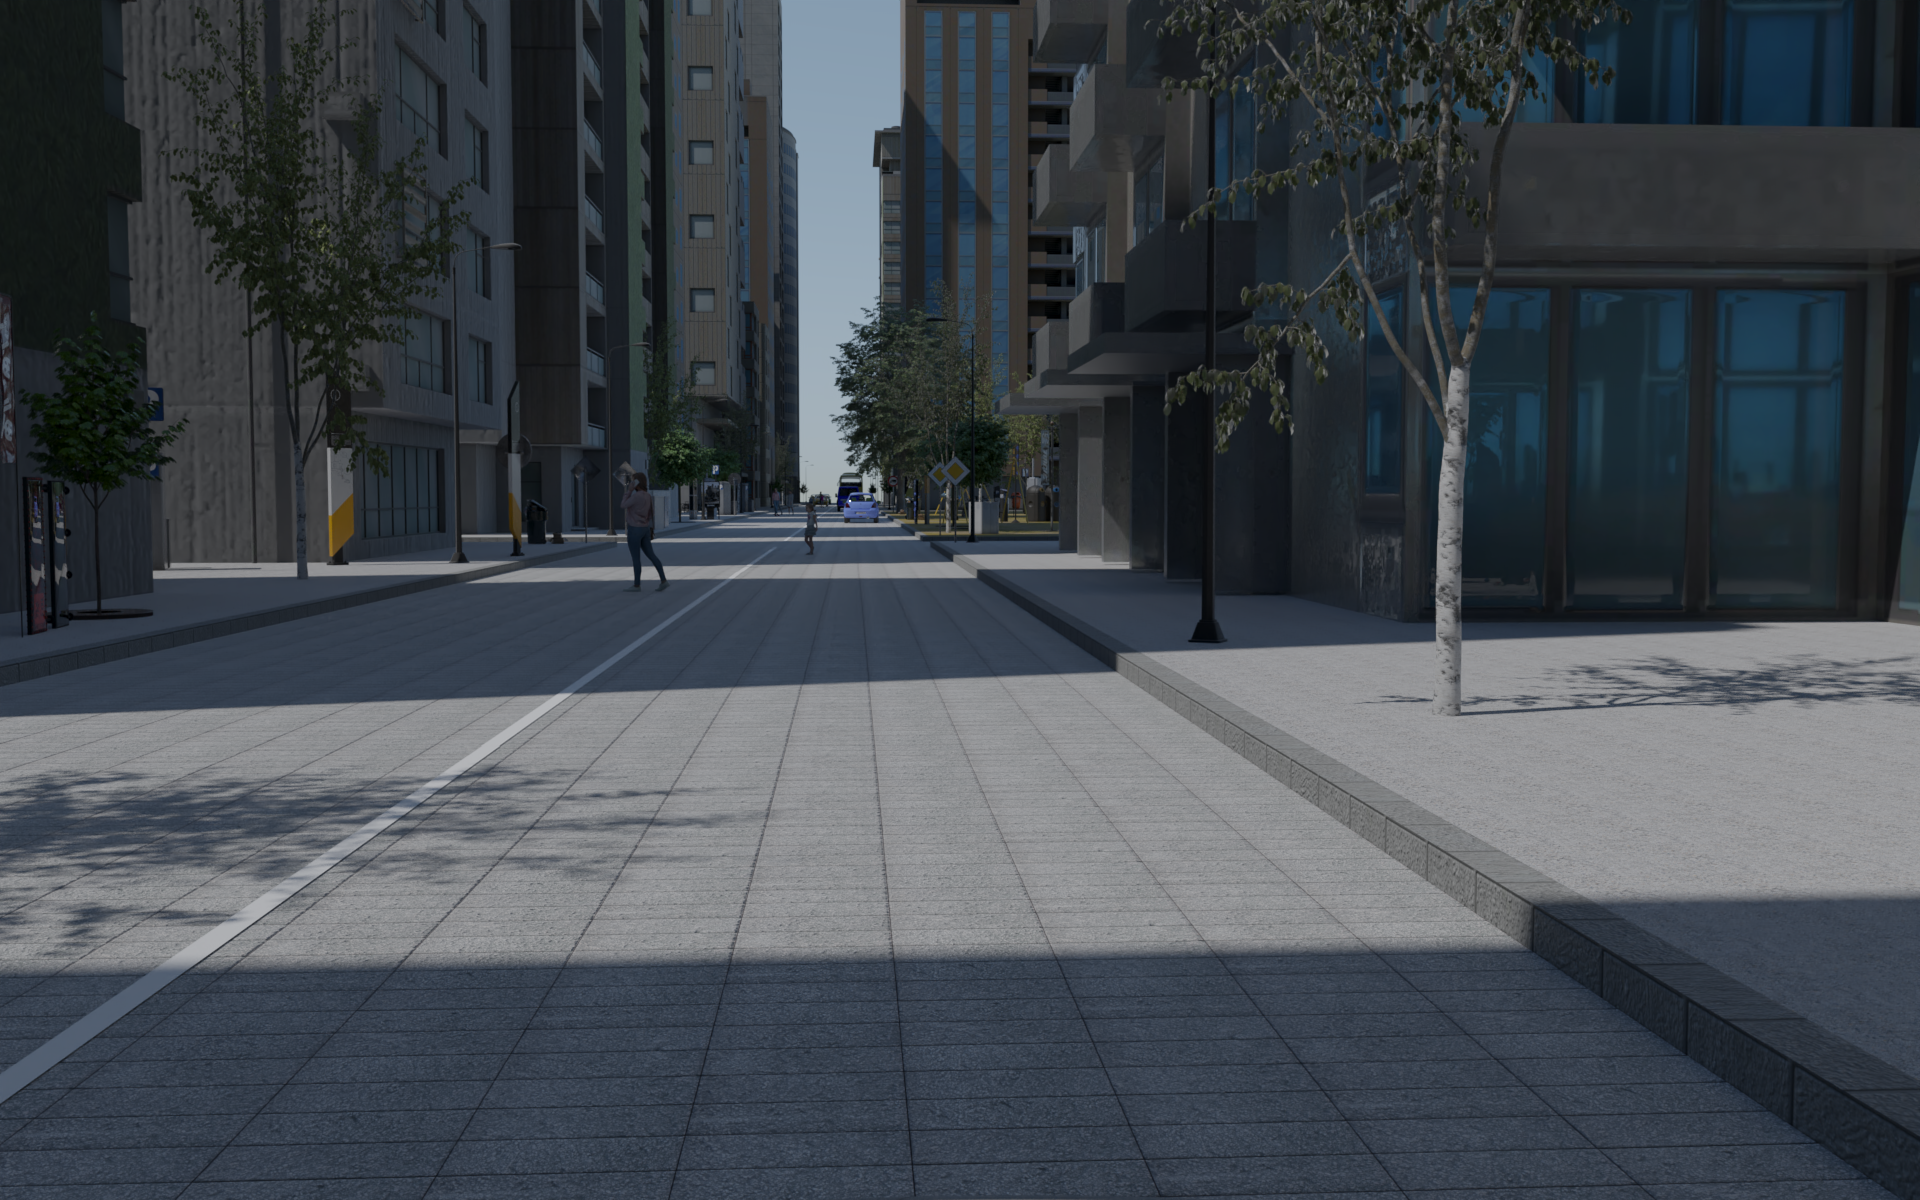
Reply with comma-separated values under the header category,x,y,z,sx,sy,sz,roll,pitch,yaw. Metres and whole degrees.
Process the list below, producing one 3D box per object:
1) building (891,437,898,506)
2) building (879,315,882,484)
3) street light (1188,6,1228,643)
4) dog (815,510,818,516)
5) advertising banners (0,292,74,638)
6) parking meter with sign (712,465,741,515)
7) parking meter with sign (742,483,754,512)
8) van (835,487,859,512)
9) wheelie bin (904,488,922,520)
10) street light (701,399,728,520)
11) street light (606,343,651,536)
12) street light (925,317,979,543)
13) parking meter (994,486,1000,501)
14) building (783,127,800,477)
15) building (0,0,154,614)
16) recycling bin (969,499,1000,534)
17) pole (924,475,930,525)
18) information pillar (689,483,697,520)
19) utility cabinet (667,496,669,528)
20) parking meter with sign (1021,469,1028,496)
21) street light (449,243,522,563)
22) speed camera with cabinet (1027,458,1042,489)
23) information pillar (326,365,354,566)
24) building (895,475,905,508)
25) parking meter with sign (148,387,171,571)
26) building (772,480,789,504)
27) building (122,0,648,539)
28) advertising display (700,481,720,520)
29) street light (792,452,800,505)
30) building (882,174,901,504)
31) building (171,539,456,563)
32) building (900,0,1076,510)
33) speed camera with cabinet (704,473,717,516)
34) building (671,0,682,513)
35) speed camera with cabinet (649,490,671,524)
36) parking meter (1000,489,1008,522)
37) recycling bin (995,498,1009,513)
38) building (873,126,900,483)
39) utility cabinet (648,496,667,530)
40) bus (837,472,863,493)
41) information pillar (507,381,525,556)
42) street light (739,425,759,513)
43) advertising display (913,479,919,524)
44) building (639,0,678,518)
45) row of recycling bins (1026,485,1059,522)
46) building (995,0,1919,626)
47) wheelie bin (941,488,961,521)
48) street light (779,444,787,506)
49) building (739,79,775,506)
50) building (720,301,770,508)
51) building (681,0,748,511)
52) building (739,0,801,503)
category,x,y,z,sx,sy,sz,roll,pitch,yaw
building,3.983,-53.489,187.215,22.319,86.520,31.000,0,4,-4
building,-1.649,-37.856,273.572,22.147,44.769,28.867,0,4,-4
street light,1.613,-2.587,14.841,1.470,5.913,1.316,0,4,-4
dog,-9.595,-5.758,114.337,0.550,0.427,0.748,0,4,5
advertising banners,-8.506,-1.205,15.898,0.090,3.025,2.074,-1,4,-13
parking meter with sign,-14.273,-6.665,105.234,0.543,3.016,1.738,2,4,33
parking meter with sign,-15.440,-7.755,123.050,1.738,3.016,0.543,2,4,25
van,-9.208,-8.479,143.021,2.240,2.365,5.245,0,4,-4
wheelie bin,-2.367,-4.851,87.221,0.980,1.594,0.693,2,4,34
street light,-12.020,-6.863,84.755,1.470,5.913,1.316,0,4,-4
street light,-10.188,-4.934,53.219,1.470,5.913,1.316,0,4,-4
street light,-0.206,-4.472,45.661,1.470,5.913,1.316,0,4,-4
parking meter,2.445,-6.693,115.145,0.399,1.863,0.255,-1,4,-10
building,-36.031,-44.515,269.816,21.231,58.520,28.212,0,4,-4
building,-17.076,-14.840,14.344,14.160,30.474,14.107,0,4,-4
recycling bin,0.769,-2.645,55.801,0.722,1.027,0.722,-2,4,-35
pole,-1.388,-4.830,72.815,0.158,3.312,0.155,0,3,0
information pillar,-13.445,-5.063,87.278,0.304,2.012,0.304,2,4,28
utility cabinet,-11.217,-3.321,65.461,0.306,1.237,1.020,0,4,-2
parking meter with sign,4.931,-7.438,117.867,0.543,3.016,1.738,-3,4,-36
street light,-8.813,-3.648,32.194,1.470,5.913,1.316,0,4,-4
speed camera with cabinet,4.714,-6.193,95.588,2.038,3.252,0.660,3,4,36
information pillar,-11.185,-2.438,31.214,0.183,3.616,0.504,2,4,33
building,10.218,-28.724,161.517,32.217,40.220,23.993,0,4,-4
parking meter with sign,-13.586,-2.010,29.122,0.543,3.016,1.738,-1,4,-20
building,-38.520,-32.484,222.987,32.217,40.220,23.993,0,4,-4
building,-18.758,-22.968,59.120,14.154,41.232,14.086,0,4,-4
advertising display,-12.564,-5.012,87.154,0.974,1.923,0.123,-1,4,-15
street light,-18.738,-13.378,191.272,1.470,5.913,1.316,0,4,-4
building,-3.021,-33.048,223.932,14.154,41.232,14.086,0,4,-4
building,-18.011,-21.646,37.504,14.086,41.232,14.154,0,4,-4
building,2.236,-30.071,141.768,14.600,45.320,14.200,0,4,-4
speed camera with cabinet,-14.453,-6.489,100.438,0.660,3.252,2.038,-1,4,-12
building,-25.315,-28.151,110.386,14.600,45.320,14.200,0,4,-4
speed camera with cabinet,-13.367,-4.875,74.041,0.660,3.252,2.038,3,5,43
parking meter,2.040,-4.387,80.132,0.372,1.533,0.369,0,3,0
recycling bin,2.763,-6.230,114.411,0.722,1.027,0.722,2,4,26
building,2.214,-40.131,245.385,28.713,52.752,27.495,0,4,-4
utility cabinet,-10.940,-3.123,62.223,0.306,1.237,1.020,1,4,10
bus,-12.394,-12.512,196.124,2.896,3.916,12.252,0,4,-5
information pillar,-9.177,-2.712,35.689,0.183,3.616,0.504,0,4,6
street light,-14.089,-8.761,115.791,1.470,5.913,1.316,0,4,-4
advertising display,-1.881,-4.206,73.986,0.123,1.923,0.974,0,4,-7
building,-22.368,-19.399,88.867,14.160,30.474,14.107,0,4,-4
row of recycling bins,4.761,-4.494,80.591,3.534,1.692,1.069,-1,4,-18
building,13.139,-25.051,29.189,23.786,49.044,30.456,0,4,-4
wheelie bin,-0.443,-4.660,84.101,0.980,1.594,0.693,0,4,-6
street light,-16.882,-11.494,160.472,1.470,5.913,1.316,0,4,-4
building,-27.786,-33.080,190.963,14.600,45.320,14.200,0,4,-4
building,-33.142,-19.816,169.037,27.650,21.520,28.899,0,4,-4
building,-31.553,-33.685,139.984,28.713,52.752,27.495,0,4,-4
building,-33.200,-49.354,245.193,20.563,71.187,20.611,0,4,-4
